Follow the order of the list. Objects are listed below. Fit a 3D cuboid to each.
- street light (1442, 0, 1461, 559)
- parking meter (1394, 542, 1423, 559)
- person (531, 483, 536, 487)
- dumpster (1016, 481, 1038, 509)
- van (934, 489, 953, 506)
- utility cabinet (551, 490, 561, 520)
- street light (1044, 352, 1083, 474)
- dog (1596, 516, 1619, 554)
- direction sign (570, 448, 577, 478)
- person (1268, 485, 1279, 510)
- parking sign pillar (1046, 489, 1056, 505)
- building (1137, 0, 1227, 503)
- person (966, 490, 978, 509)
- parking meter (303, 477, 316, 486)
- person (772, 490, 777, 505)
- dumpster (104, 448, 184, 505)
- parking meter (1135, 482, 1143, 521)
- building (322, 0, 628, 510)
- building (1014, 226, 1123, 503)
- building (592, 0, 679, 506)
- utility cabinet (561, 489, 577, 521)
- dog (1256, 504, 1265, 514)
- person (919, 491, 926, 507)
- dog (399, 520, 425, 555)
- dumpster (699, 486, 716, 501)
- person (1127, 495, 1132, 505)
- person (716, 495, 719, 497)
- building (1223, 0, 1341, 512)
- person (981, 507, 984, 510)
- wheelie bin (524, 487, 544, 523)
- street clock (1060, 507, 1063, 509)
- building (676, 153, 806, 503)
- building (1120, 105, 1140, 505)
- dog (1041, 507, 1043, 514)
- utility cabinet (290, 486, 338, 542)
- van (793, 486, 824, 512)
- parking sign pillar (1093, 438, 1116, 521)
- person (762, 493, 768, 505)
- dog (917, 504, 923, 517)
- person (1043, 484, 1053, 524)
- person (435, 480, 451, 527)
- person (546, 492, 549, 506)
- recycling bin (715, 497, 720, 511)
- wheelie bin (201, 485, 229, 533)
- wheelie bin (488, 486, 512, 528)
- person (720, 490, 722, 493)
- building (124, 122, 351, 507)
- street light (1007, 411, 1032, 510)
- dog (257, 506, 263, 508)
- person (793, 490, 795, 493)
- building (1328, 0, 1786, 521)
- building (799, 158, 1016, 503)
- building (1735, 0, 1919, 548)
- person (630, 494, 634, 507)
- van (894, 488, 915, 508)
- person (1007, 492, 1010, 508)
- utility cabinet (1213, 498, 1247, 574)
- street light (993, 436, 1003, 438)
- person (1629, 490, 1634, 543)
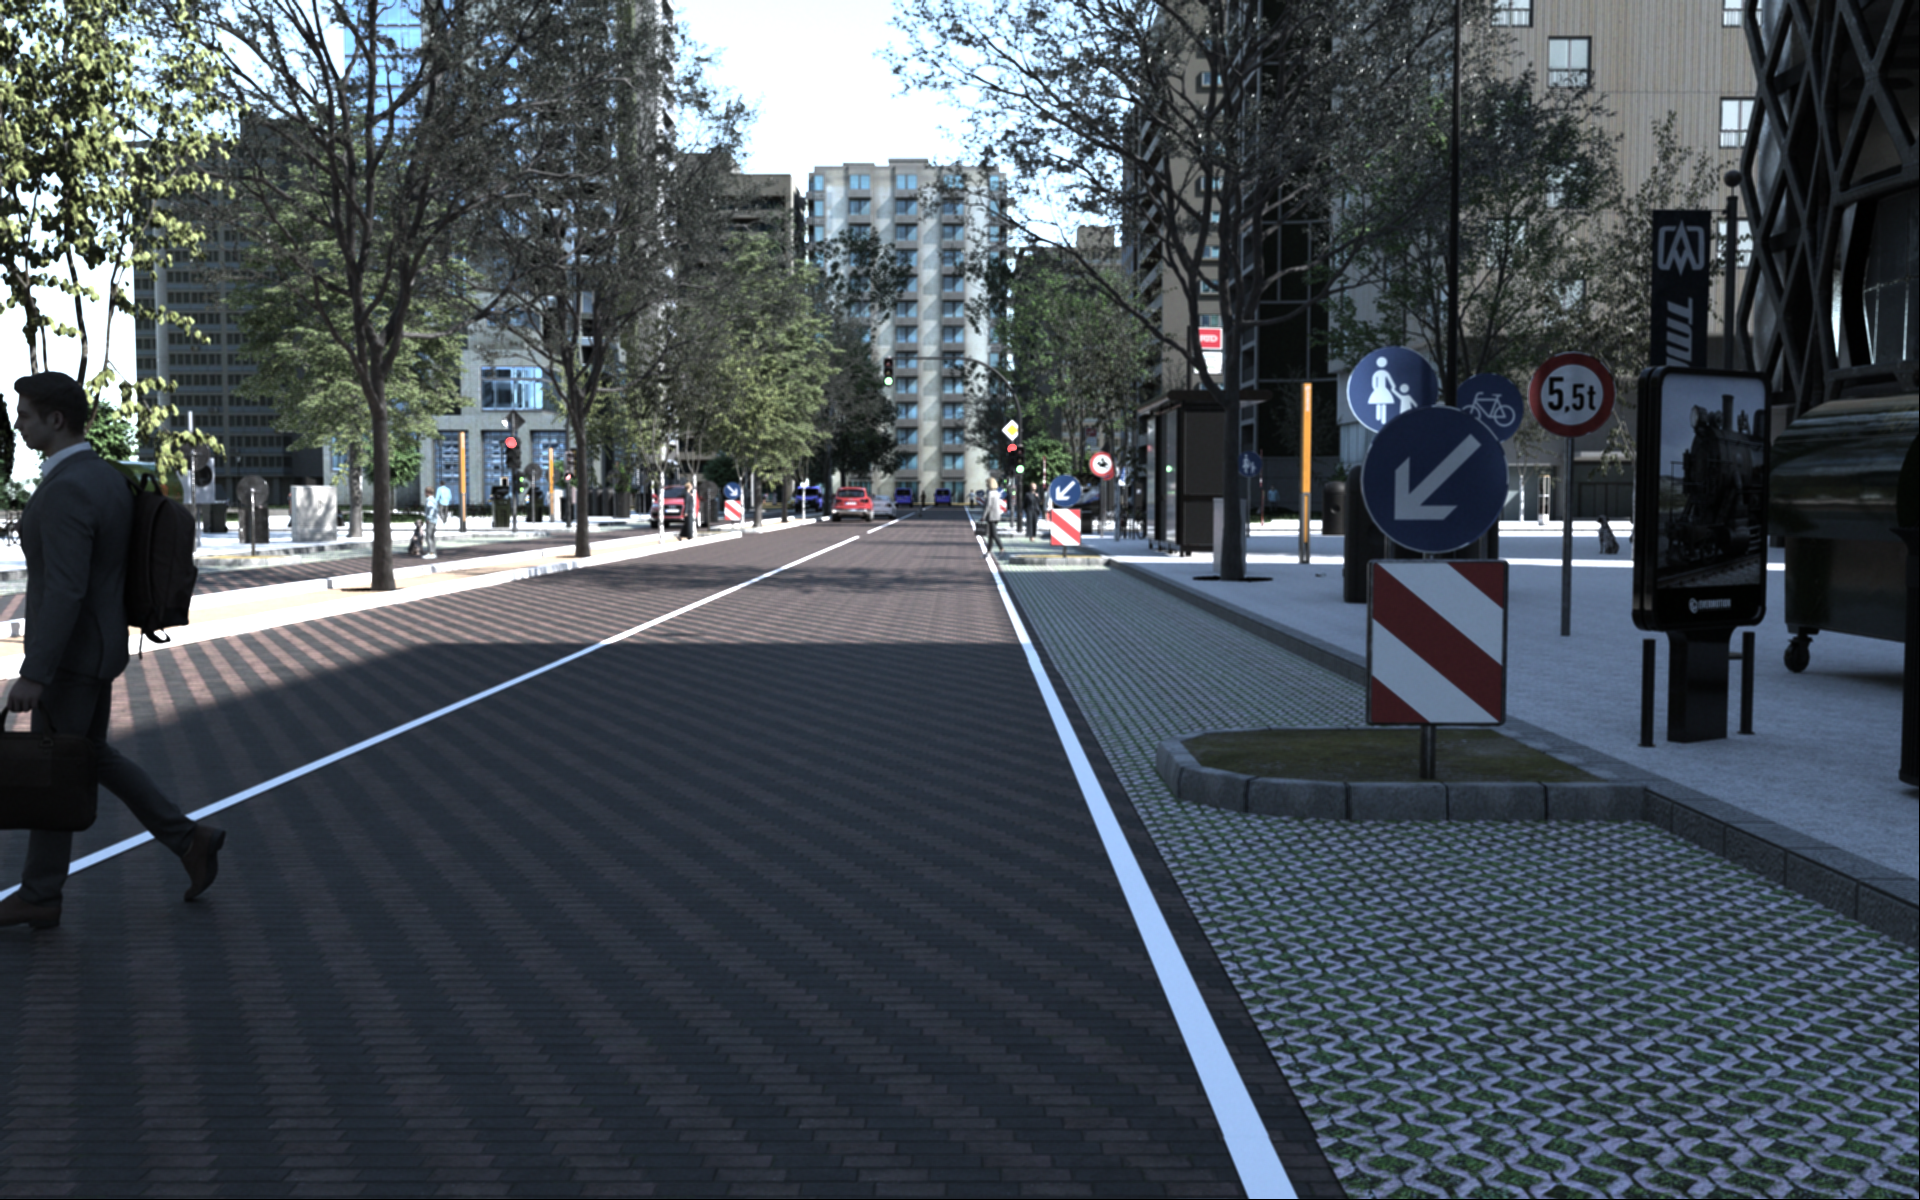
[{"bbox_3d":[3.423,-2.531,13.920,1.470,5.913,1.316,0,3,0],"label":"street light"},{"bbox_3d":[4.132,-0.460,15.927,0.372,1.533,0.369,0,3,0],"label":"parking meter"},{"bbox_3d":[-20.369,-4.687,82.852,0.473,1.802,0.592,-2,4,-26],"label":"person"},{"bbox_3d":[4.317,-6.625,110.809,1.502,2.255,1.985,0,3,0],"label":"dumpster"},{"bbox_3d":[-1.992,-12.273,205.042,2.240,2.365,5.245,0,4,0],"label":"van"},{"bbox_3d":[-19.787,-4.674,85.106,0.318,1.500,1.173,0,4,2],"label":"utility cabinet"},{"bbox_3d":[3.439,-5.155,56.822,1.470,5.913,1.316,0,3,0],"label":"street light"},{"bbox_3d":[13.865,-1.393,37.152,0.513,0.831,0.800,2,4,26],"label":"dog"},{"bbox_3d":[-18.820,-5.718,85.488,0.876,3.537,0.379,1,4,16],"label":"direction sign"},{"bbox_3d":[18.573,-5.901,102.548,0.660,1.820,0.620,0,4,7],"label":"person"},{"bbox_3d":[7.585,-9.273,140.093,1.447,3.967,1.447,-3,5,-44],"label":"parking sign pillar"},{"bbox_3d":[28.533,-32.976,162.867,21.300,48.544,21.600,0,3,0],"label":"building"},{"bbox_3d":[1.140,-9.482,163.524,1.348,1.826,0.705,2,4,26],"label":"person"},{"bbox_3d":[-21.700,-3.188,57.840,0.399,1.863,0.255,-3,5,-44],"label":"parking meter"},{"bbox_3d":[-20.797,-11.481,194.427,0.621,1.740,0.551,2,4,25],"label":"person"},{"bbox_3d":[-17.426,-2.066,36.267,1.502,2.255,1.985,0,3,0],"label":"dumpster"},{"bbox_3d":[8.365,-4.609,81.067,0.399,1.863,0.255,0,4,1],"label":"parking meter"},{"bbox_3d":[-42.225,-51.478,154.336,22.319,86.520,31.000,0,3,0],"label":"building"},{"bbox_3d":[19.808,-34.369,253.810,23.993,40.220,32.217,0,3,0],"label":"building"},{"bbox_3d":[-46.007,-39.701,191.102,28.212,58.520,21.231,0,3,0],"label":"building"},{"bbox_3d":[-18.342,-4.520,82.576,1.173,1.500,0.318,2,4,33],"label":"utility cabinet"},{"bbox_3d":[16.717,-5.063,97.162,0.800,0.831,0.513,1,4,10],"label":"dog"},{"bbox_3d":[-4.093,-11.179,191.378,0.705,1.812,1.348,2,4,25],"label":"person"},{"bbox_3d":[-13.043,-1.489,41.183,0.800,0.831,0.513,-3,5,-44],"label":"dog"},{"bbox_3d":[-17.733,-7.023,120.592,1.264,1.857,1.865,0,3,0],"label":"dumpster"},{"bbox_3d":[13.424,-7.720,137.284,0.505,1.210,0.382,2,4,31],"label":"person"},{"bbox_3d":[-21.522,-8.958,152.637,0.705,1.807,1.348,1,4,10],"label":"person"},{"bbox_3d":[28.518,-41.889,123.130,20.563,71.187,20.611,0,3,0],"label":"building"},{"bbox_3d":[1.842,-5.846,109.579,1.012,1.151,0.738,0,4,-4],"label":"person"},{"bbox_3d":[-19.167,-4.296,78.155,0.693,1.594,0.980,2,4,25],"label":"wheelie bin"},{"bbox_3d":[5.713,-5.674,97.347,0.358,2.002,0.471,0,4,4],"label":"street clock"},{"bbox_3d":[-33.585,-38.215,248.518,21.600,48.544,21.300,0,3,0],"label":"building"},{"bbox_3d":[25.733,-33.341,195.234,14.600,45.320,14.200,0,3,0],"label":"building"},{"bbox_3d":[5.030,-5.322,103.851,0.406,0.507,0.540,0,4,-4],"label":"dog"},{"bbox_3d":[-17.280,-2.305,46.361,0.318,1.500,1.173,3,4,39],"label":"utility cabinet"},{"bbox_3d":[-11.981,-8.141,137.483,2.240,2.365,5.245,0,3,0],"label":"van"},{"bbox_3d":[7.089,-5.850,84.111,1.447,3.967,1.447,-2,4,-24],"label":"parking sign pillar"},{"bbox_3d":[-23.421,-12.173,208.307,0.697,1.427,0.421,-1,4,-14],"label":"person"},{"bbox_3d":[-2.620,-5.659,109.368,0.800,0.831,0.513,-3,4,-39],"label":"dog"},{"bbox_3d":[3.840,-4.180,75.391,0.522,1.701,0.512,2,4,32],"label":"person"},{"bbox_3d":[-20.261,-3.785,67.939,0.620,1.820,0.660,2,4,35],"label":"person"},{"bbox_3d":[-27.341,-6.664,115.753,0.760,1.731,0.466,2,4,25],"label":"person"},{"bbox_3d":[-18.970,-7.489,135.002,0.722,1.027,0.722,1,4,19],"label":"recycling bin"},{"bbox_3d":[-24.635,-3.009,57.101,0.693,1.594,0.980,2,4,32],"label":"wheelie bin"},{"bbox_3d":[-17.375,-3.535,65.704,0.980,1.594,0.693,-2,4,-29],"label":"wheelie bin"},{"bbox_3d":[-21.687,-9.283,157.828,0.705,1.822,1.348,-2,4,-29],"label":"person"},{"bbox_3d":[-72.108,-30.182,185.363,23.993,40.220,32.217,0,3,0],"label":"building"},{"bbox_3d":[3.410,-7.554,96.044,1.470,5.913,1.316,0,3,0],"label":"street light"},{"bbox_3d":[-27.367,-3.270,67.843,0.513,0.831,0.800,0,4,6],"label":"dog"},{"bbox_3d":[-20.518,-12.786,215.106,0.705,1.822,1.348,2,4,26],"label":"person"},{"bbox_3d":[35.424,-30.713,91.391,27.495,52.752,28.713,0,3,0],"label":"building"},{"bbox_3d":[-7.416,-38.504,249.155,30.456,49.044,23.786,0,3,0],"label":"building"},{"bbox_3d":[26.036,-10.250,35.039,16.820,18.784,16.811,0,3,0],"label":"building"},{"bbox_3d":[-33.550,-10.496,178.177,1.217,1.766,0.721,-1,4,-20],"label":"person"},{"bbox_3d":[-6.027,-11.134,186.424,2.240,2.365,5.245,0,4,0],"label":"van"},{"bbox_3d":[4.190,-9.091,154.556,0.709,1.838,0.599,0,4,8],"label":"person"},{"bbox_3d":[4.393,-1.041,28.179,0.306,1.237,1.020,0,4,-6],"label":"utility cabinet"},{"bbox_3d":[3.378,-10.194,139.207,1.470,5.913,1.316,0,3,0],"label":"street light"},{"bbox_3d":[17.877,-2.397,45.354,0.853,1.813,0.709,-3,5,-44],"label":"person"}]
